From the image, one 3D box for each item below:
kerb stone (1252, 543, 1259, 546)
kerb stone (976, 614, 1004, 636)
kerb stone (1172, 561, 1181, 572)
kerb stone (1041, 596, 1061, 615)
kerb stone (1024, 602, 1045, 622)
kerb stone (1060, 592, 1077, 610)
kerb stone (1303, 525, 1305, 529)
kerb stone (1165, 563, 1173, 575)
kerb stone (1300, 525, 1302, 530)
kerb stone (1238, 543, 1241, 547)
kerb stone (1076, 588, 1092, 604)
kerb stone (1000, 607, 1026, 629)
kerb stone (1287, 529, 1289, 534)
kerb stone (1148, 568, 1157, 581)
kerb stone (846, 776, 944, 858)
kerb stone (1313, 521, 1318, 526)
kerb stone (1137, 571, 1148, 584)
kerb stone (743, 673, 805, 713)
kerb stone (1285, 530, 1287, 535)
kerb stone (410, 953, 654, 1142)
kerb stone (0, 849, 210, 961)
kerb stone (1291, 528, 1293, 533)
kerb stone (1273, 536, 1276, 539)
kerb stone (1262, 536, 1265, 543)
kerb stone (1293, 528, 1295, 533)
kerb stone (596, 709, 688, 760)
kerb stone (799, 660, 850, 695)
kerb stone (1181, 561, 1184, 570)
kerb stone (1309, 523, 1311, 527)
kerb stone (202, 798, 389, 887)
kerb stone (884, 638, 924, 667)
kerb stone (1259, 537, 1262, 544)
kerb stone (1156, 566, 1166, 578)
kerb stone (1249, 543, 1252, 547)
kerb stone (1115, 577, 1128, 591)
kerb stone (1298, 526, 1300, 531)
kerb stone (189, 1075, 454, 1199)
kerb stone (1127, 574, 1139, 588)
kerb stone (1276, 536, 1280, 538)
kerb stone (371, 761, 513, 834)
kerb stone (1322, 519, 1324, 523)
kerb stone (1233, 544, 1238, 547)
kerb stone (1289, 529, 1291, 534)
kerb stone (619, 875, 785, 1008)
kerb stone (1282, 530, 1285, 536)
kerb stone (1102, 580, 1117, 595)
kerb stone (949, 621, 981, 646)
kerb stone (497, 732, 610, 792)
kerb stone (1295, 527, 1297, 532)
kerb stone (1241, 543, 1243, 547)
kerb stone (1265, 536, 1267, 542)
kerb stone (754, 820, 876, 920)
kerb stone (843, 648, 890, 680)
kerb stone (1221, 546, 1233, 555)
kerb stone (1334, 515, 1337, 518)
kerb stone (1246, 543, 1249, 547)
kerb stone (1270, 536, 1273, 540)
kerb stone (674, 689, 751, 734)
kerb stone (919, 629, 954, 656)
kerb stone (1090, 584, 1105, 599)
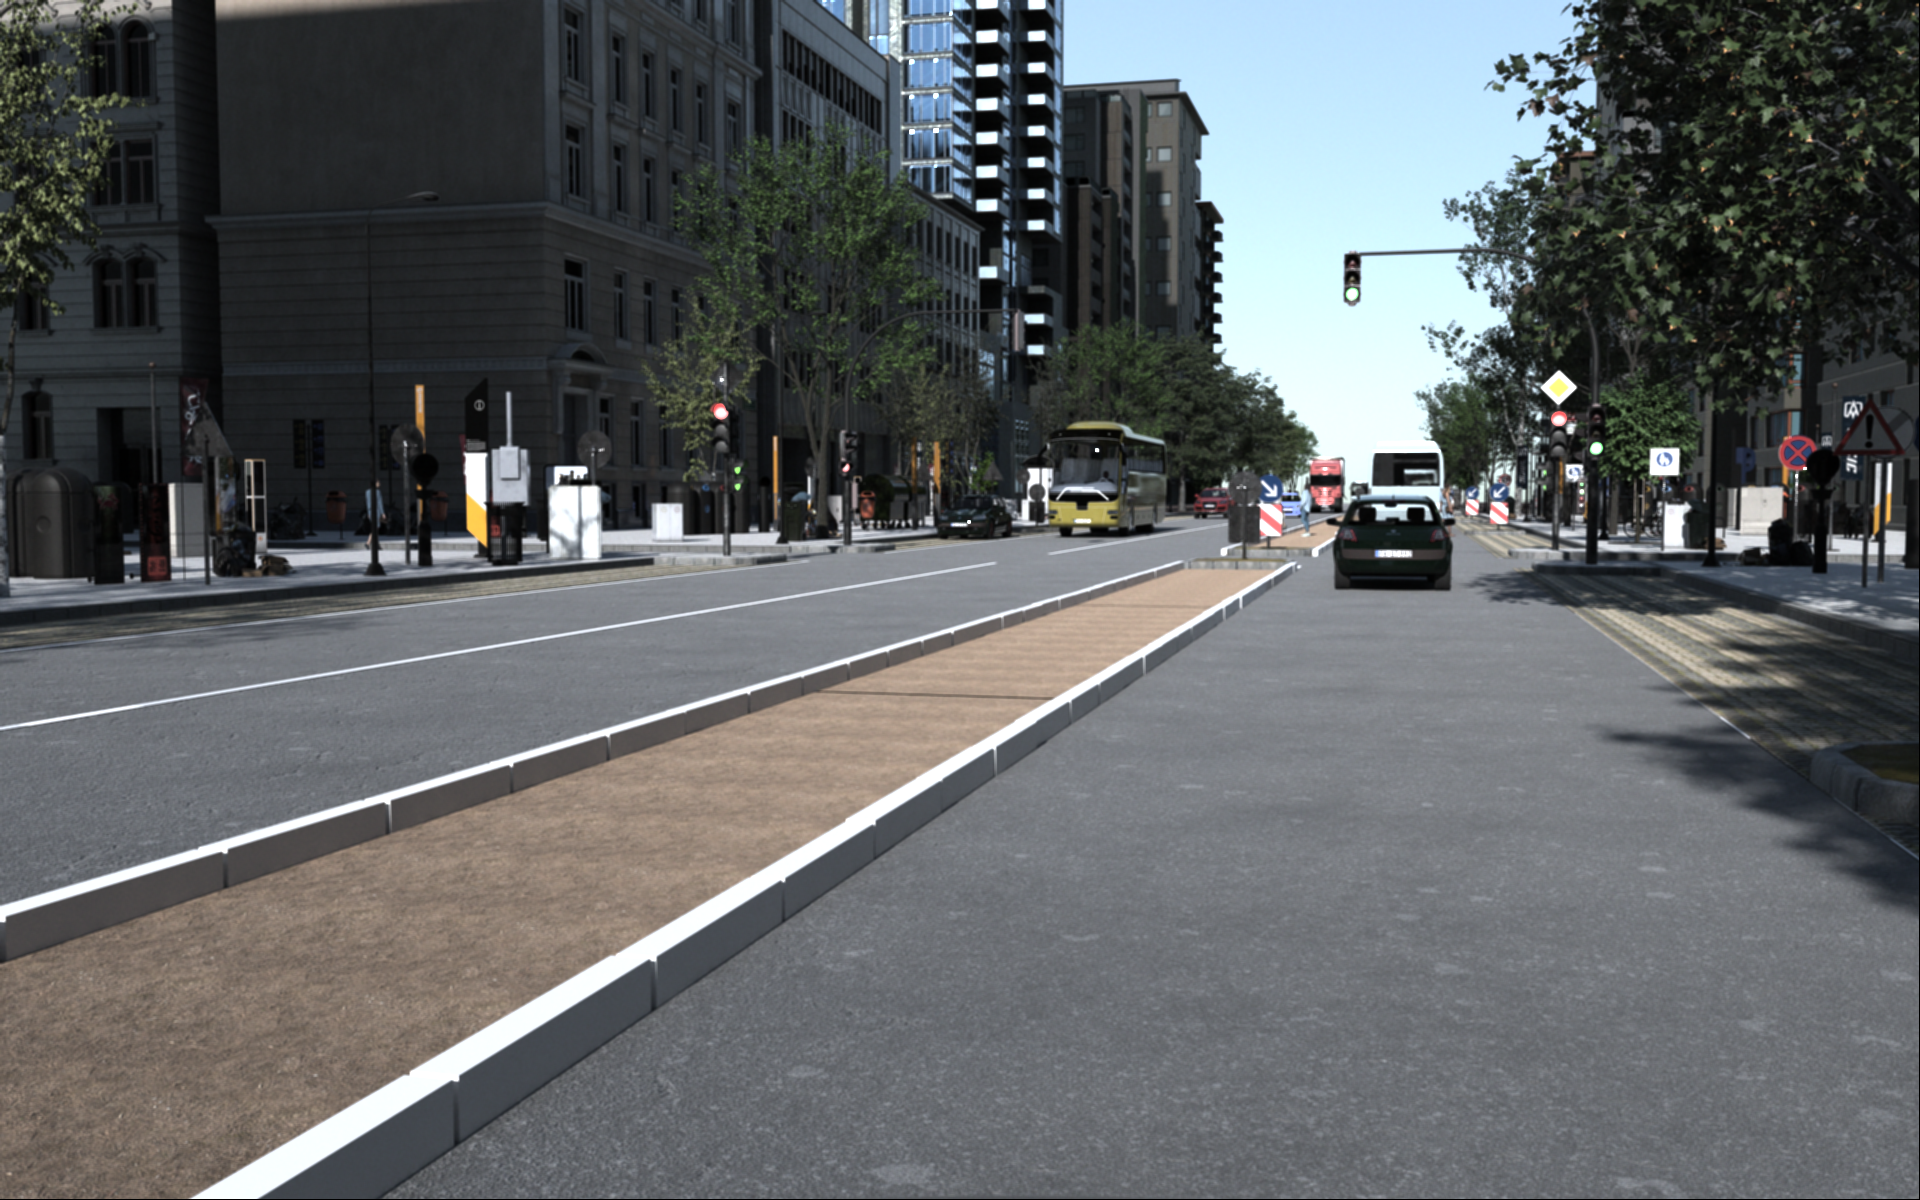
[{"bbox_3d":[8.114,-1.579,48.006,0.120,0.150,1.000,1,4,14],"label":"kerb stone"},{"bbox_3d":[0.254,0.277,17.702,0.120,0.150,1.000,1,4,14],"label":"kerb stone"},{"bbox_3d":[3.860,-0.576,31.611,0.120,0.150,1.000,1,4,14],"label":"kerb stone"},{"bbox_3d":[1.023,0.093,20.676,0.120,0.150,1.000,1,4,14],"label":"kerb stone"},{"bbox_3d":[0.777,0.159,19.684,0.120,0.150,1.000,1,4,14],"label":"kerb stone"},{"bbox_3d":[1.286,0.035,21.666,0.120,0.150,1.000,1,4,14],"label":"kerb stone"},{"bbox_3d":[13.516,-2.853,68.844,0.120,0.150,1.000,1,4,14],"label":"kerb stone"},{"bbox_3d":[3.603,-0.511,30.617,0.120,0.150,1.000,1,4,14],"label":"kerb stone"},{"bbox_3d":[12.997,-2.729,66.864,0.120,0.150,1.000,1,4,14],"label":"kerb stone"},{"bbox_3d":[6.825,-1.276,43.054,0.120,0.150,1.000,1,4,14],"label":"kerb stone"},{"bbox_3d":[1.541,-0.022,22.662,0.120,0.150,1.000,1,4,14],"label":"kerb stone"},{"bbox_3d":[0.517,0.214,18.694,0.120,0.150,1.000,1,4,14],"label":"kerb stone"},{"bbox_3d":[11.191,-2.308,59.927,0.120,0.150,1.000,1,4,14],"label":"kerb stone"},{"bbox_3d":[3.090,-0.391,28.627,0.120,0.150,1.000,1,4,14],"label":"kerb stone"},{"bbox_3d":[-0.266,0.911,7.305,0.120,0.150,1.000,1,4,14],"label":"kerb stone"},{"bbox_3d":[16.094,-3.461,78.785,0.120,0.150,1.000,1,4,14],"label":"kerb stone"},{"bbox_3d":[2.834,-0.333,27.637,0.120,0.150,1.000,1,4,14],"label":"kerb stone"},{"bbox_3d":[-1.295,0.640,11.727,0.120,0.150,1.000,1,4,14],"label":"kerb stone"},{"bbox_3d":[10.944,-2.247,58.936,0.120,0.150,1.000,1,4,14],"label":"kerb stone"},{"bbox_3d":[-1.038,1.093,4.321,0.120,0.150,1.000,1,4,14],"label":"kerb stone"},{"bbox_3d":[-2.836,1.007,5.769,0.120,0.150,1.000,1,4,14],"label":"kerb stone"},{"bbox_3d":[11.721,-2.426,61.902,0.120,0.150,1.000,1,4,14],"label":"kerb stone"},{"bbox_3d":[9.656,-1.943,53.959,0.120,0.150,1.000,1,4,14],"label":"kerb stone"},{"bbox_3d":[8.627,-1.700,49.985,0.120,0.150,1.000,1,4,14],"label":"kerb stone"},{"bbox_3d":[11.970,-2.487,62.893,0.120,0.150,1.000,1,4,14],"label":"kerb stone"},{"bbox_3d":[-1.803,0.762,9.739,0.120,0.150,1.000,1,4,14],"label":"kerb stone"},{"bbox_3d":[-1.038,0.582,12.719,0.120,0.150,1.000,1,4,14],"label":"kerb stone"},{"bbox_3d":[4.116,-0.637,32.603,0.120,0.150,1.000,1,4,14],"label":"kerb stone"},{"bbox_3d":[14.551,-3.091,72.822,0.120,0.150,1.000,1,4,14],"label":"kerb stone"},{"bbox_3d":[-2.580,0.944,6.759,0.120,0.150,1.000,1,4,14],"label":"kerb stone"},{"bbox_3d":[-0.520,0.458,14.699,0.120,0.150,1.000,1,4,14],"label":"kerb stone"},{"bbox_3d":[8.368,-1.639,48.996,0.120,0.150,1.000,1,4,14],"label":"kerb stone"},{"bbox_3d":[3.355,-0.454,29.624,0.120,0.150,1.000,1,4,14],"label":"kerb stone"},{"bbox_3d":[7.599,-1.458,46.027,0.120,0.150,1.000,1,4,14],"label":"kerb stone"},{"bbox_3d":[2.315,-0.211,25.647,0.120,0.150,1.000,1,4,14],"label":"kerb stone"},{"bbox_3d":[12.743,-2.670,65.866,0.120,0.150,1.000,1,4,14],"label":"kerb stone"},{"bbox_3d":[-1.294,1.154,3.331,0.120,0.150,1.000,1,4,14],"label":"kerb stone"},{"bbox_3d":[2.577,-0.272,26.647,0.120,0.150,1.000,1,4,14],"label":"kerb stone"},{"bbox_3d":[10.165,-2.064,55.946,0.120,0.150,1.000,1,4,14],"label":"kerb stone"},{"bbox_3d":[-2.318,0.883,7.752,0.120,0.150,1.000,1,4,14],"label":"kerb stone"},{"bbox_3d":[17.376,-3.764,83.757,0.120,0.150,1.000,1,4,14],"label":"kerb stone"},{"bbox_3d":[6.571,-1.215,42.063,0.120,0.150,1.000,1,4,14],"label":"kerb stone"},{"bbox_3d":[11.455,-2.366,60.915,0.120,0.150,1.000,1,4,14],"label":"kerb stone"},{"bbox_3d":[-0.777,1.036,5.318,0.120,0.150,1.000,1,4,14],"label":"kerb stone"},{"bbox_3d":[10.689,-2.184,57.936,0.120,0.150,1.000,1,4,14],"label":"kerb stone"},{"bbox_3d":[2.055,-0.150,24.650,0.120,0.150,1.000,1,4,14],"label":"kerb stone"},{"bbox_3d":[0.004,0.336,16.703,0.120,0.150,1.000,1,4,14],"label":"kerb stone"},{"bbox_3d":[-2.063,0.822,8.750,0.120,0.150,1.000,1,4,14],"label":"kerb stone"},{"bbox_3d":[12.232,-2.547,63.881,0.120,0.150,1.000,1,4,14],"label":"kerb stone"},{"bbox_3d":[7.083,-1.337,44.048,0.120,0.150,1.000,1,4,14],"label":"kerb stone"},{"bbox_3d":[8.884,-1.761,50.980,0.120,0.150,1.000,1,4,14],"label":"kerb stone"},{"bbox_3d":[-0.521,0.978,6.313,0.120,0.150,1.000,1,4,14],"label":"kerb stone"},{"bbox_3d":[-0.779,0.520,13.710,0.120,0.150,1.000,1,4,14],"label":"kerb stone"},{"bbox_3d":[6.313,-1.151,41.074,0.120,0.150,1.000,1,4,14],"label":"kerb stone"},{"bbox_3d":[21.226,-4.676,98.641,0.120,0.150,1.000,1,4,14],"label":"kerb stone"},{"bbox_3d":[7.335,-1.396,45.038,0.120,0.150,1.000,1,4,14],"label":"kerb stone"},{"bbox_3d":[9.394,-1.882,52.963,0.120,0.150,1.000,1,4,14],"label":"kerb stone"},{"bbox_3d":[-1.553,0.701,10.731,0.120,0.150,1.000,1,4,14],"label":"kerb stone"},{"bbox_3d":[-0.259,0.399,15.692,0.120,0.150,1.000,1,4,14],"label":"kerb stone"},{"bbox_3d":[1.802,-0.085,23.660,0.120,0.150,1.000,1,4,14],"label":"kerb stone"}]
